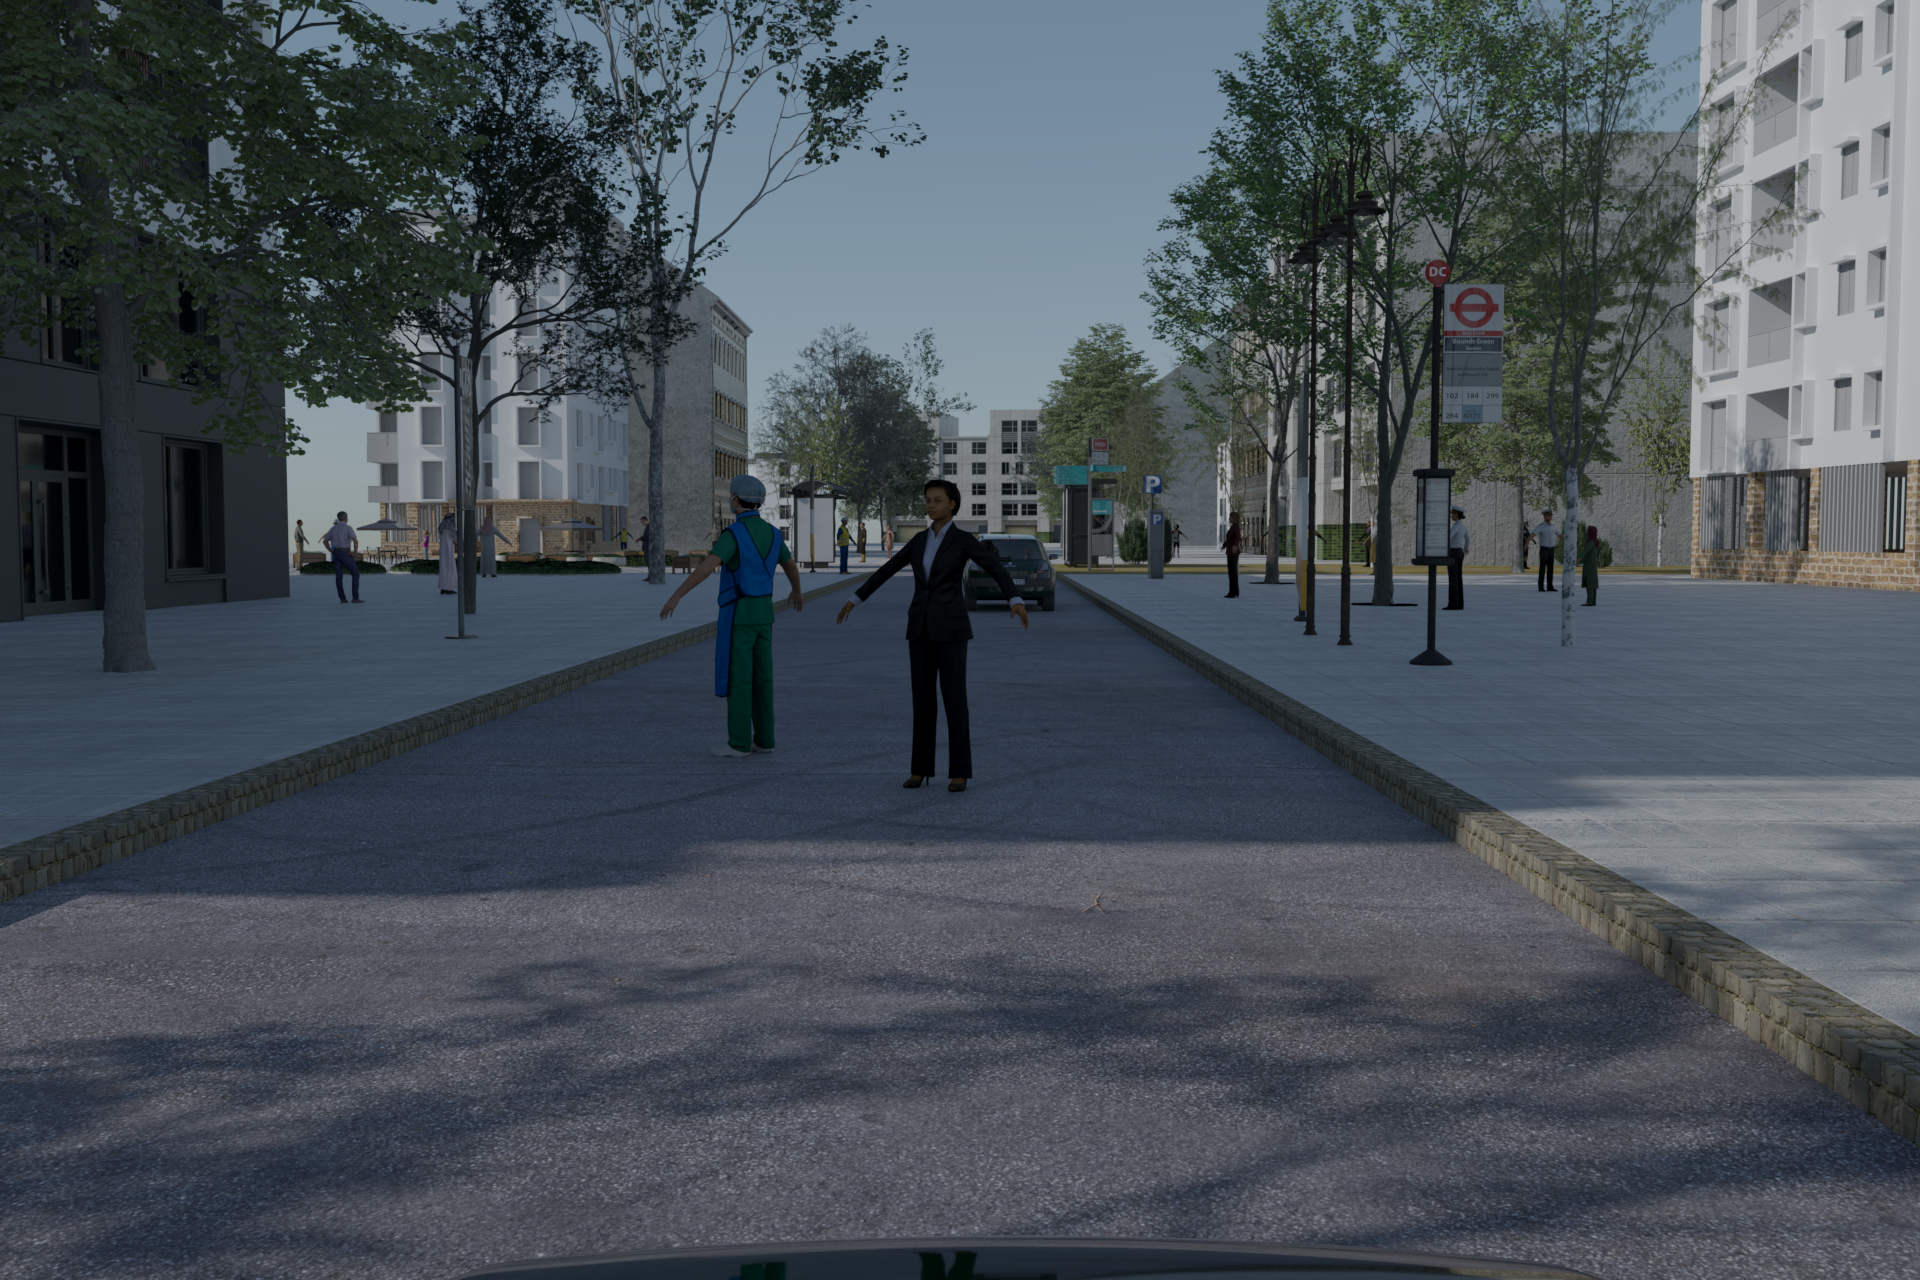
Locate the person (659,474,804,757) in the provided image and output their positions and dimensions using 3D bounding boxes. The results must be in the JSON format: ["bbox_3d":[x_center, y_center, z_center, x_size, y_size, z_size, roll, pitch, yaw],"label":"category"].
[{"bbox_3d":[-1.405,-0.163,11.247,0.704,1.817,1.347,2,4,33],"label":"person"}]

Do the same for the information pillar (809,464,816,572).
[{"bbox_3d":[-4.955,-4.080,58.068,0.183,3.616,0.504,0,4,3],"label":"information pillar"}]

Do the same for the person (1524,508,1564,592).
[{"bbox_3d":[13.069,-2.001,38.509,1.343,1.855,0.704,-1,4,-19],"label":"person"}]

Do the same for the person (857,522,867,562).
[{"bbox_3d":[-4.420,-4.420,78.398,0.704,1.812,1.346,-1,4,-15],"label":"person"}]

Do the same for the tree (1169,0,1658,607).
[{"bbox_3d":[7.749,-6.417,30.673,9.928,11.665,9.643,0,3,0],"label":"tree"}]

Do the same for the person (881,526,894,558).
[{"bbox_3d":[-3.803,-5.188,91.620,0.721,1.733,1.217,-2,4,-33],"label":"person"}]

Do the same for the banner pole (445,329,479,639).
[{"bbox_3d":[-6.144,-1.924,21.482,0.401,3.779,0.863,0,4,1],"label":"banner pole"}]

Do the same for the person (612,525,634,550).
[{"bbox_3d":[-18.445,-5.409,94.897,1.216,1.772,0.721,-2,4,-28],"label":"person"}]

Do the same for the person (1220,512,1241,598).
[{"bbox_3d":[5.394,-1.704,34.669,0.721,1.729,1.215,0,4,-3],"label":"person"}]

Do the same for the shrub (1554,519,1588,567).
[{"bbox_3d":[24.074,-3.886,67.957,1.690,2.028,1.600,0,3,0],"label":"shrub"}]

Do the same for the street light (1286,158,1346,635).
[{"bbox_3d":[4.453,-3.000,21.843,0.468,5.910,1.993,0,4,1],"label":"street light"}]

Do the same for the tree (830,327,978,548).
[{"bbox_3d":[-5.266,-18.503,158.411,12.611,20.169,13.585,0,3,0],"label":"tree"}]

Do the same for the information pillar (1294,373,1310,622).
[{"bbox_3d":[5.039,-2.087,25.484,0.183,3.616,0.504,0,4,1],"label":"information pillar"}]

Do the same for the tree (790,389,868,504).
[{"bbox_3d":[-6.897,-8.486,89.113,4.737,8.622,4.395,0,3,0],"label":"tree"}]

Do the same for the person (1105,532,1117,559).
[{"bbox_3d":[7.788,-5.158,90.526,1.347,1.806,0.705,1,4,14],"label":"person"}]

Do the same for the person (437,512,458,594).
[{"bbox_3d":[-10.868,-1.843,36.850,0.551,1.740,0.621,3,4,36],"label":"person"}]

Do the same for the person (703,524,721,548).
[{"bbox_3d":[-12.623,-5.099,89.498,1.348,1.813,0.705,0,4,5],"label":"person"}]

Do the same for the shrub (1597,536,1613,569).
[{"bbox_3d":[23.686,-3.239,64.081,1.383,1.207,1.383,0,3,0],"label":"shrub"}]

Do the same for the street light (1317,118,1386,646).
[{"bbox_3d":[4.447,-2.877,19.831,0.468,5.910,1.993,0,4,1],"label":"street light"}]

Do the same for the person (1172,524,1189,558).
[{"bbox_3d":[11.768,-5.383,94.149,1.345,1.843,0.704,1,4,16],"label":"person"}]

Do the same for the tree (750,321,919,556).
[{"bbox_3d":[-7.272,-11.602,100.057,12.009,13.543,11.850,0,3,0],"label":"tree"}]

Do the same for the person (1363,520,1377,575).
[{"bbox_3d":[12.907,-2.885,53.938,0.721,1.736,1.217,-1,4,-17],"label":"person"}]

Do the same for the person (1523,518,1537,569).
[{"bbox_3d":[20.642,-3.517,63.290,1.354,1.856,0.705,-3,5,-44],"label":"person"}]

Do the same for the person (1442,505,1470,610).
[{"bbox_3d":[8.313,-1.395,29.277,0.721,1.778,1.216,3,5,41],"label":"person"}]

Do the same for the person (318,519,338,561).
[{"bbox_3d":[-22.737,-3.503,63.132,1.347,1.847,0.705,0,4,-7],"label":"person"}]

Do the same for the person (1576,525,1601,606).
[{"bbox_3d":[11.188,-1.325,30.874,0.599,1.438,0.989,3,5,39],"label":"person"}]

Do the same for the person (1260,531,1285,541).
[{"bbox_3d":[16.602,-5.269,92.077,1.347,1.837,0.705,1,4,14],"label":"person"}]

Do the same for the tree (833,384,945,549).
[{"bbox_3d":[-6.073,-14.630,145.855,9.857,13.997,8.962,0,3,0],"label":"tree"}]

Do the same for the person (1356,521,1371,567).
[{"bbox_3d":[15.795,-3.710,66.888,0.704,1.802,1.346,-2,4,-24],"label":"person"}]

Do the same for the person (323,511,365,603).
[{"bbox_3d":[-11.472,-1.550,32.318,0.756,1.711,0.436,2,4,26],"label":"person"}]

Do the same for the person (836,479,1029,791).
[{"bbox_3d":[-0.152,-0.030,9.665,1.216,1.740,0.721,2,4,29],"label":"person"}]

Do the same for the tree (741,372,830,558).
[{"bbox_3d":[-7.611,-7.821,78.234,4.360,8.622,3.978,0,3,0],"label":"tree"}]

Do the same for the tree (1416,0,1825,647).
[{"bbox_3d":[6.716,-4.232,19.551,4.360,8.622,3.978,0,3,0],"label":"tree"}]

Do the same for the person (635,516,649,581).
[{"bbox_3d":[-8.562,-2.479,47.028,0.568,1.767,0.683,-2,4,-31],"label":"person"}]

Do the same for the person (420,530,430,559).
[{"bbox_3d":[-21.077,-3.604,68.192,0.599,1.433,0.991,0,4,-4],"label":"person"}]

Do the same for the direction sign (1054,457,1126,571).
[{"bbox_3d":[4.521,-4.339,59.704,2.525,3.948,1.411,0,4,0],"label":"direction sign"}]

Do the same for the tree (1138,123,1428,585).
[{"bbox_3d":[8.136,-7.230,43.973,9.928,11.665,9.643,0,3,0],"label":"tree"}]

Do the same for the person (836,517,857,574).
[{"bbox_3d":[-3.670,-3.016,55.283,0.705,1.833,1.349,1,4,21],"label":"person"}]

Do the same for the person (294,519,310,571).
[{"bbox_3d":[-23.099,-3.328,60.681,0.705,1.796,1.348,-3,4,-37],"label":"person"}]

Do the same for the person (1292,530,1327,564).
[{"bbox_3d":[13.984,-3.889,69.348,1.354,1.858,0.705,1,4,17],"label":"person"}]

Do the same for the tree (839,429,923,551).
[{"bbox_3d":[-6.315,-12.244,134.606,7.601,10.594,8.767,0,4,1],"label":"tree"}]

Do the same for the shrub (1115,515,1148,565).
[{"bbox_3d":[7.383,-4.208,72.835,1.661,2.075,1.752,0,3,0],"label":"shrub"}]

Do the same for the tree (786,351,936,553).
[{"bbox_3d":[-6.575,-12.501,114.766,12.009,13.543,11.850,0,3,0],"label":"tree"}]

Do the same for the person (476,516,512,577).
[{"bbox_3d":[-13.988,-2.767,51.382,1.347,1.811,0.704,0,4,-3],"label":"person"}]
